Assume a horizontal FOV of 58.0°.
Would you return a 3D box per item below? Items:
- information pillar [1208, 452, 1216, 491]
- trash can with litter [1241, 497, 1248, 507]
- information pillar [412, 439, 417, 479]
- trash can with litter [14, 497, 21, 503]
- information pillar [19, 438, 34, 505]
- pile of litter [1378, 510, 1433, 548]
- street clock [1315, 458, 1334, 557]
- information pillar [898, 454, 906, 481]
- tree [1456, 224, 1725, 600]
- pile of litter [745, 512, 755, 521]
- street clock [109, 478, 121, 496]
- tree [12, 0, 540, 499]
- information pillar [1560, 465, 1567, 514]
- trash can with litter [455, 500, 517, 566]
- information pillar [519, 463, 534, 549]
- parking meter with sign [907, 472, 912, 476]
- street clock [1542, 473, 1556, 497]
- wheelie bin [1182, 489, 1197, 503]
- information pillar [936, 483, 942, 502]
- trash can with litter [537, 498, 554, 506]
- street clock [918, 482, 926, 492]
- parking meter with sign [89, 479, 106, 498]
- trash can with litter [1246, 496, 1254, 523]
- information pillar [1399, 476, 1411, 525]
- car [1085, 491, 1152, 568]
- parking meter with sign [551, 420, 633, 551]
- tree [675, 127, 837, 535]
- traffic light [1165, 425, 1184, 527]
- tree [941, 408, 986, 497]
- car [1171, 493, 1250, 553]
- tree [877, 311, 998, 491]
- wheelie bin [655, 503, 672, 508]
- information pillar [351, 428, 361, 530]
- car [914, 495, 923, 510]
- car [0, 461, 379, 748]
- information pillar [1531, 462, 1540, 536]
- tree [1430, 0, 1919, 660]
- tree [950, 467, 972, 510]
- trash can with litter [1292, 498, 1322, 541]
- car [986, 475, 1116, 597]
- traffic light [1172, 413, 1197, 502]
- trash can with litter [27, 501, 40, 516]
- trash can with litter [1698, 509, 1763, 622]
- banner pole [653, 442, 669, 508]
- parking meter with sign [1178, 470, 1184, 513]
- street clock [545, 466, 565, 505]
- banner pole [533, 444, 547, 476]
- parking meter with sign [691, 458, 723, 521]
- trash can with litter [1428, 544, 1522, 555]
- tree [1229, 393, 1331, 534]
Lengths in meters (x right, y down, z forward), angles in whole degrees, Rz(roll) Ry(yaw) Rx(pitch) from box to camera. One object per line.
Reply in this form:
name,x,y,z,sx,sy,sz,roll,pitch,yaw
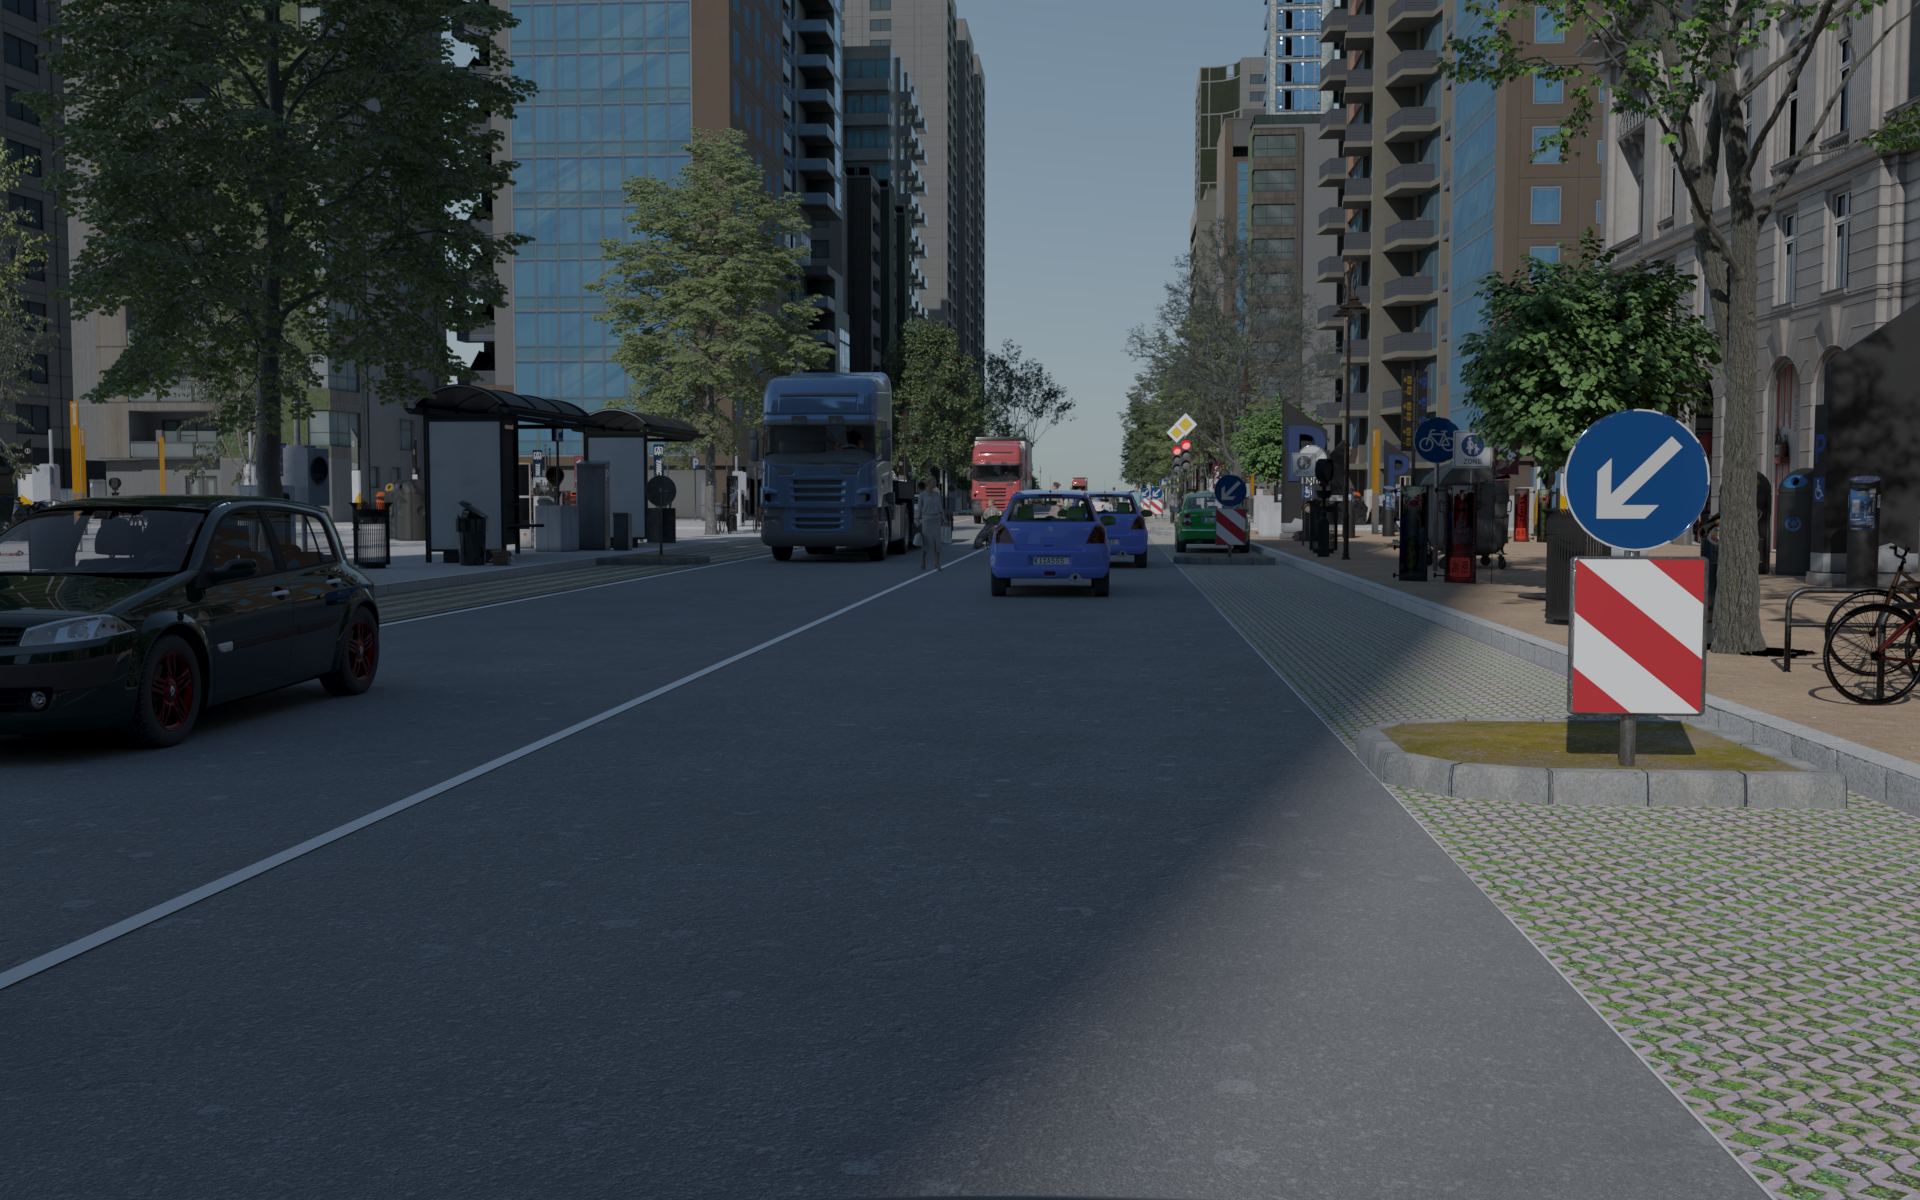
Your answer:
information pillar,13.799,-6.343,95.061,0.504,3.616,0.183,-1,4,-22
trash can with litter,14.853,-4.910,91.672,0.624,1.170,1.055,-1,4,-9
information pillar,-23.184,-5.036,73.689,0.183,3.616,0.504,-2,4,-32
trash can with litter,-41.863,-3.992,76.654,1.055,1.170,0.624,1,4,21
information pillar,-38.738,-4.927,71.908,0.504,3.616,0.183,-1,4,-11
pile of litter,10.901,-1.688,41.559,1.176,0.858,1.719,-1,4,-15
street clock,7.418,-1.879,35.296,0.358,2.002,0.471,2,4,34
information pillar,-3.378,-6.709,101.039,0.504,3.616,0.183,0,4,-7
tree,7.592,-2.289,21.135,4.285,4.588,4.351,0,3,0
pile of litter,-10.552,-4.318,84.566,1.176,0.858,1.719,-2,4,-30
street clock,-37.108,-4.375,76.098,0.471,2.002,0.358,1,4,9
tree,-9.548,-6.499,24.387,7.486,12.596,7.792,0,3,0
information pillar,24.469,-4.796,69.774,0.504,3.616,0.183,2,4,30
trash can with litter,-8.530,-1.210,31.174,1.055,1.170,0.624,0,4,-2
information pillar,-10.192,-2.213,40.680,0.304,2.012,0.304,0,4,-1
parking meter with sign,-3.987,-8.533,135.769,0.543,3.016,1.738,-1,4,-11
street clock,17.347,-2.845,51.079,0.358,2.002,0.471,0,4,-7
wheelie bin,18.069,-7.949,137.879,0.693,1.594,0.980,-2,4,-28
information pillar,-1.414,-6.859,116.644,0.304,2.012,0.304,3,5,44
trash can with litter,-11.606,-2.312,49.191,0.624,1.170,1.055,-2,4,-35
street clock,-2.207,-5.911,101.222,0.471,2.002,0.358,1,4,18
parking meter with sign,-44.954,-5.756,90.363,1.738,3.016,0.543,-3,5,-44
trash can with litter,12.692,-4.081,77.786,2.233,1.210,1.678,0,4,-7
information pillar,18.231,-4.066,70.977,0.304,2.012,0.304,-2,4,-30
car,2.924,-1.554,35.006,1.945,1.707,3.694,0,4,5
parking meter with sign,-8.346,-2.639,39.403,1.738,3.016,0.543,0,4,7
tree,-7.704,-8.292,53.697,7.486,12.596,7.792,0,3,0
traffic light,8.494,-4.845,68.140,0.839,4.253,0.868,0,4,5
tree,-0.157,-10.970,129.720,4.737,8.622,4.395,0,3,0
car,6.290,-2.117,43.405,1.959,1.807,4.718,0,4,6
tree,-2.139,-11.734,108.860,9.611,12.733,9.660,0,3,0
wheelie bin,-14.022,-4.518,81.777,0.980,1.594,0.693,1,4,17
information pillar,-21.333,-4.270,61.174,0.504,3.616,0.183,3,5,44
car,-2.043,-4.267,81.761,2.014,1.417,4.499,0,4,5
car,-5.208,-0.078,11.063,2.009,1.686,4.222,0,4,4
information pillar,17.580,-3.756,52.771,0.183,3.616,0.504,0,4,7
tree,6.135,-5.382,13.746,9.928,11.665,9.643,0,3,0
tree,0.278,-9.569,140.174,4.285,4.588,4.351,0,3,0
trash can with litter,9.396,-2.184,47.103,0.624,1.170,1.055,-2,4,-24
car,1.338,-0.976,25.555,1.945,1.707,3.694,0,4,3
traffic light,7.810,-4.359,60.184,0.839,4.253,0.868,0,4,5
trash can with litter,-19.864,-1.522,35.949,2.233,1.210,1.678,-3,5,-40
trash can with litter,7.585,-0.371,17.450,0.624,1.170,1.055,0,4,-7
banner pole,-13.124,-5.286,76.442,0.863,3.779,0.401,0,4,2
parking meter with sign,13.812,-6.918,109.373,0.543,3.016,1.738,0,4,2
street clock,-10.537,-2.479,45.109,0.471,2.002,0.358,-1,4,-10
banner pole,-20.855,-5.885,86.240,0.863,3.779,0.401,-2,4,-25
parking meter with sign,-11.983,-5.282,82.614,1.738,3.016,0.543,2,4,31
trash can with litter,10.840,-1.589,37.043,2.233,1.210,1.678,1,4,23
tree,10.416,-4.441,56.325,4.285,4.588,4.351,0,3,0
